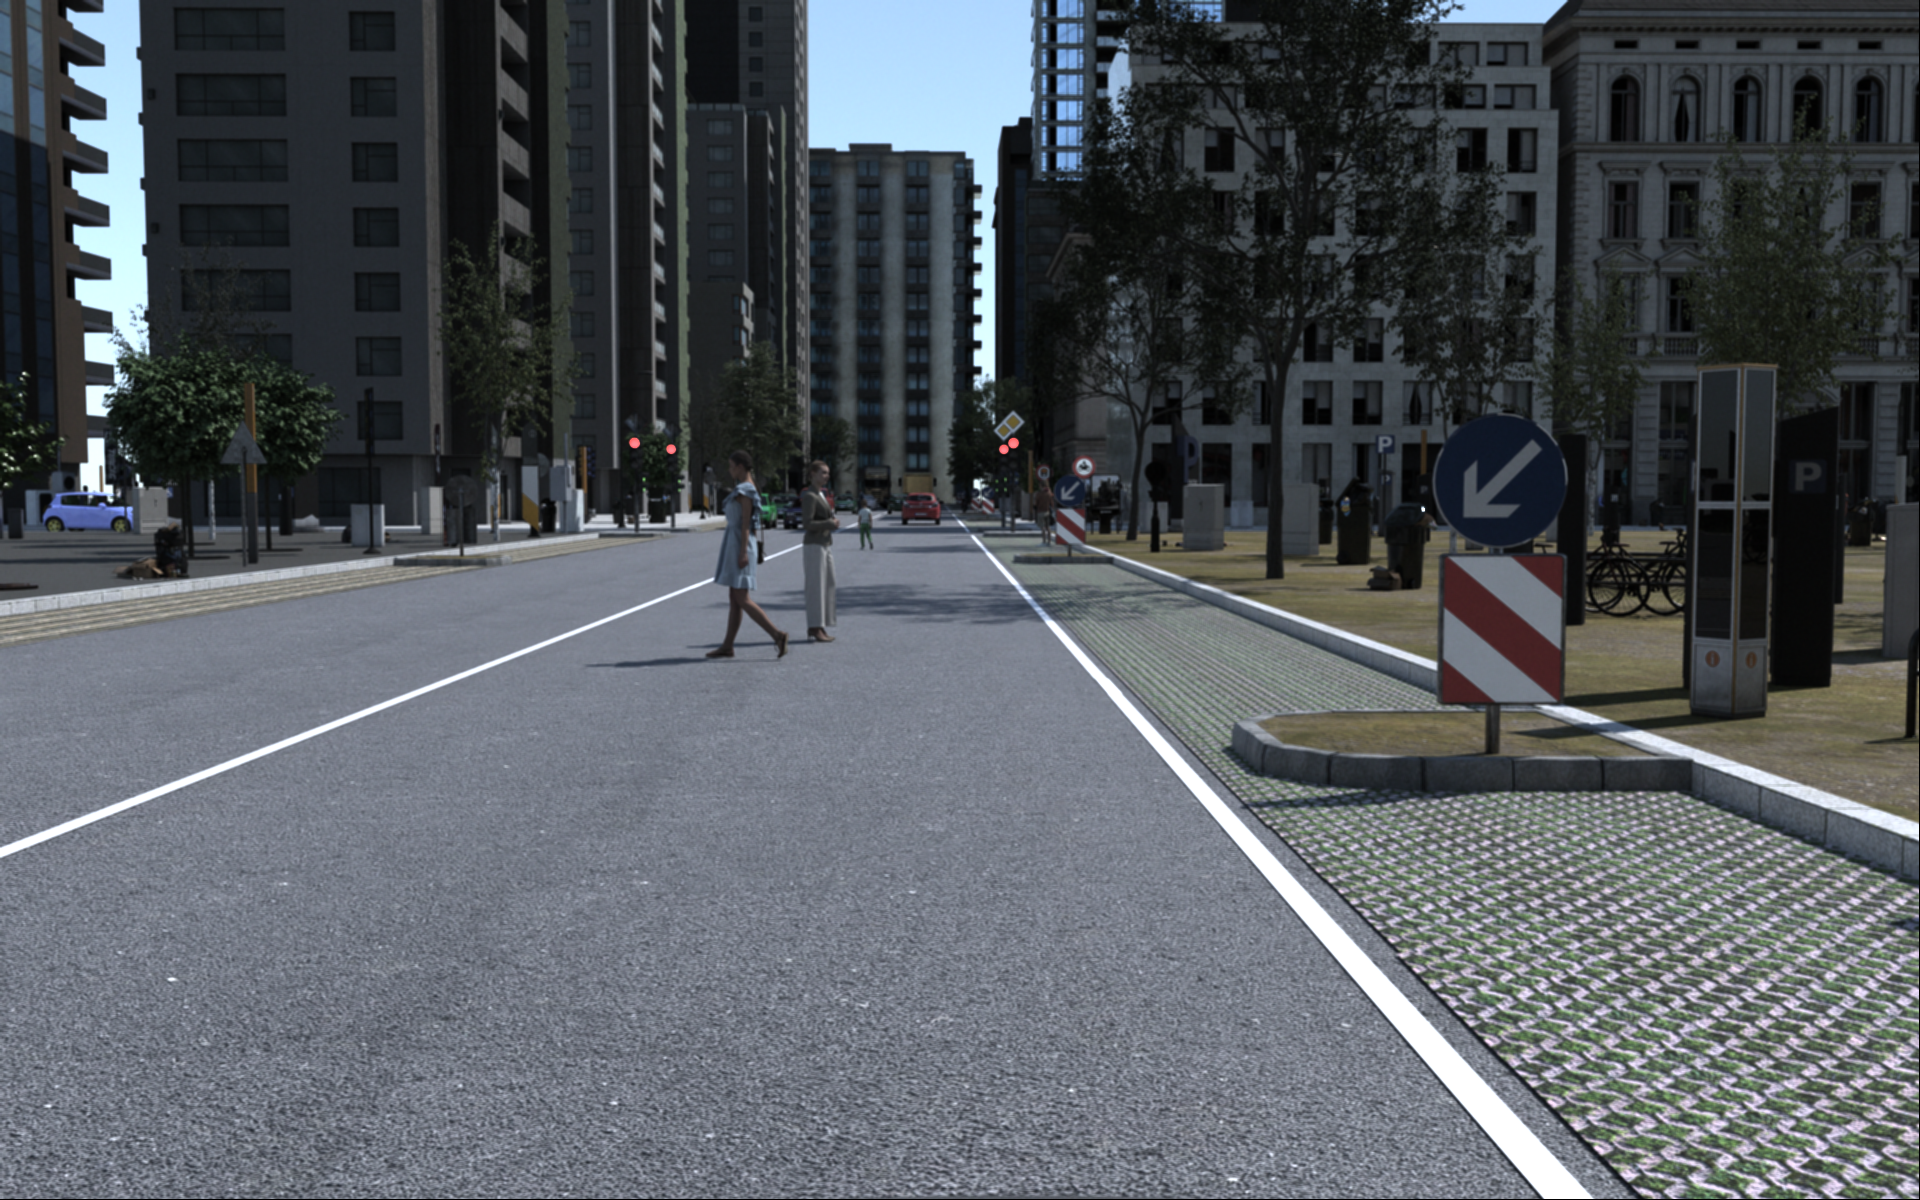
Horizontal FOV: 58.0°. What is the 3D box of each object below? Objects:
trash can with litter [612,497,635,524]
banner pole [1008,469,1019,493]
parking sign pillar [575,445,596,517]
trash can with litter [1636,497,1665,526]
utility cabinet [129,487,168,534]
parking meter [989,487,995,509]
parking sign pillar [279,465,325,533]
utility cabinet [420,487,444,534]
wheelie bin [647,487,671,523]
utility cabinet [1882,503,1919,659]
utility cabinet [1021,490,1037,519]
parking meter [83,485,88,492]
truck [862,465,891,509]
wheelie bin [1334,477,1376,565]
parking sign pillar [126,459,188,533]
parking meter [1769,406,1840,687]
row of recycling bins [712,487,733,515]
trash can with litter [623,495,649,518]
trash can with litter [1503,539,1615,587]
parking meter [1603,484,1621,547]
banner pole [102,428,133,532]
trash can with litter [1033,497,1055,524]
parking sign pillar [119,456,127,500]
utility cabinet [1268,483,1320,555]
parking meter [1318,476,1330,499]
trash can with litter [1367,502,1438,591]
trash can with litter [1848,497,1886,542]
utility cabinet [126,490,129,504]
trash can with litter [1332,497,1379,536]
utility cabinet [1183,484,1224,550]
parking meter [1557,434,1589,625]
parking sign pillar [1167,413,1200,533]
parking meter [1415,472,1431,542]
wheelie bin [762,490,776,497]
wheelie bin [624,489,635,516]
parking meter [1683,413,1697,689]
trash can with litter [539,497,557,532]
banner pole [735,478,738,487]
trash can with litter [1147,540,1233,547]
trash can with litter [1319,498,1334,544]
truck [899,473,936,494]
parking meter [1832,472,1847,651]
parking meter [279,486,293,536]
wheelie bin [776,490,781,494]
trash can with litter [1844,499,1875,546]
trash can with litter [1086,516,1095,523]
[{"bbox_3d":[-14.357,-3.836,74.112,1.055,1.170,0.624,0,4,-4],"label":"trash can with litter"},{"bbox_3d":[2.898,-6.762,100.575,0.401,3.779,0.863,2,4,25],"label":"banner pole"},{"bbox_3d":[-20.809,-6.544,95.471,1.447,3.967,1.447,1,4,9],"label":"parking sign pillar"},{"bbox_3d":[27.342,-3.497,68.567,1.055,1.170,0.624,2,4,30],"label":"trash can with litter"},{"bbox_3d":[-25.762,-2.841,55.121,0.318,1.500,1.173,1,4,19],"label":"utility cabinet"},{"bbox_3d":[2.558,-8.096,138.080,0.255,1.863,0.399,3,5,42],"label":"parking meter"},{"bbox_3d":[-21.948,-4.231,57.656,1.447,3.967,1.447,1,4,15],"label":"parking sign pillar"},{"bbox_3d":[-16.731,-2.830,54.950,0.318,1.500,1.173,0,4,6],"label":"utility cabinet"},{"bbox_3d":[-13.275,-4.167,76.041,0.980,1.594,0.693,1,4,11],"label":"wheelie bin"},{"bbox_3d":[7.607,-0.169,13.933,0.306,1.237,1.020,2,4,30],"label":"utility cabinet"},{"bbox_3d":[3.619,-4.736,86.117,1.173,1.500,0.318,2,4,33],"label":"utility cabinet"},{"bbox_3d":[-59.143,-6.817,117.167,0.255,1.863,0.399,-2,4,-34],"label":"parking meter"},{"bbox_3d":[-8.177,-11.160,171.384,2.839,4.237,11.283,0,4,-2],"label":"truck"},{"bbox_3d":[7.222,-1.450,31.624,0.693,1.594,0.980,1,4,19],"label":"wheelie bin"},{"bbox_3d":[-26.398,-4.215,57.389,1.447,3.967,1.447,2,4,23],"label":"parking sign pillar"},{"bbox_3d":[5.638,-0.361,11.617,0.399,1.863,0.255,1,4,19],"label":"parking meter"},{"bbox_3d":[-14.446,-6.038,105.839,1.069,1.692,3.534,-1,4,-16],"label":"row of recycling bins"},{"bbox_3d":[-17.186,-4.926,91.595,2.233,1.210,1.678,0,4,3],"label":"trash can with litter"},{"bbox_3d":[8.067,-0.785,23.898,2.233,1.210,1.678,0,4,4],"label":"trash can with litter"},{"bbox_3d":[15.775,-2.049,41.913,0.372,1.533,0.369,0,3,0],"label":"parking meter"},{"bbox_3d":[-28.243,-4.161,58.052,0.863,3.779,0.401,0,4,-7],"label":"banner pole"},{"bbox_3d":[3.715,-3.909,75.303,1.055,1.170,0.624,1,4,23],"label":"trash can with litter"},{"bbox_3d":[-53.666,-7.515,111.345,1.447,3.967,1.447,1,4,10],"label":"parking sign pillar"},{"bbox_3d":[6.966,-1.679,36.135,0.318,1.500,1.173,-2,4,-35],"label":"utility cabinet"},{"bbox_3d":[11.749,-3.073,55.948,0.255,1.863,0.399,2,4,35],"label":"parking meter"},{"bbox_3d":[5.927,-0.726,23.264,0.624,1.170,1.055,3,4,39],"label":"trash can with litter"},{"bbox_3d":[24.609,-2.229,47.507,1.678,1.210,2.233,-2,4,-30],"label":"trash can with litter"},{"bbox_3d":[-39.541,-4.511,82.433,0.318,1.500,1.173,-2,4,-25],"label":"utility cabinet"},{"bbox_3d":[12.777,-2.639,54.203,2.233,1.210,1.678,1,4,10],"label":"trash can with litter"},{"bbox_3d":[5.517,-1.874,39.326,0.318,1.500,1.173,-2,4,-28],"label":"utility cabinet"},{"bbox_3d":[6.041,-0.696,17.086,0.255,1.863,0.399,2,4,24],"label":"parking meter"},{"bbox_3d":[7.525,-4.242,57.822,1.447,3.967,1.447,2,4,34],"label":"parking sign pillar"},{"bbox_3d":[12.509,-2.515,46.829,0.399,1.863,0.255,0,4,7],"label":"parking meter"},{"bbox_3d":[-13.912,-7.111,124.174,0.693,1.594,0.980,1,4,21],"label":"wheelie bin"},{"bbox_3d":[-19.521,-5.788,102.549,0.693,1.594,0.980,-1,4,-17],"label":"wheelie bin"},{"bbox_3d":[4.912,-0.341,11.291,0.255,1.863,0.399,0,4,6],"label":"parking meter"},{"bbox_3d":[-13.972,-2.870,58.312,0.624,1.170,1.055,-2,4,-30],"label":"trash can with litter"},{"bbox_3d":[-14.008,-7.247,108.506,0.401,3.779,0.863,0,4,5],"label":"banner pole"},{"bbox_3d":[5.697,-1.932,42.644,2.233,1.210,1.678,0,4,1],"label":"trash can with litter"},{"bbox_3d":[9.202,-2.022,44.444,0.624,1.170,1.055,0,4,-6],"label":"trash can with litter"},{"bbox_3d":[-3.790,-9.746,155.263,3.469,3.379,9.791,0,4,-2],"label":"truck"},{"bbox_3d":[6.990,-0.356,14.234,0.372,1.533,0.369,0,3,0],"label":"parking meter"},{"bbox_3d":[-20.869,-2.764,53.598,0.372,1.533,0.369,0,3,0],"label":"parking meter"},{"bbox_3d":[-14.248,-7.752,134.650,0.980,1.594,0.693,0,4,-5],"label":"wheelie bin"},{"bbox_3d":[21.968,-1.916,42.716,0.624,1.170,1.055,-2,4,-32],"label":"trash can with litter"},{"bbox_3d":[5.585,-4.051,77.620,1.055,1.170,0.624,2,4,35],"label":"trash can with litter"}]
